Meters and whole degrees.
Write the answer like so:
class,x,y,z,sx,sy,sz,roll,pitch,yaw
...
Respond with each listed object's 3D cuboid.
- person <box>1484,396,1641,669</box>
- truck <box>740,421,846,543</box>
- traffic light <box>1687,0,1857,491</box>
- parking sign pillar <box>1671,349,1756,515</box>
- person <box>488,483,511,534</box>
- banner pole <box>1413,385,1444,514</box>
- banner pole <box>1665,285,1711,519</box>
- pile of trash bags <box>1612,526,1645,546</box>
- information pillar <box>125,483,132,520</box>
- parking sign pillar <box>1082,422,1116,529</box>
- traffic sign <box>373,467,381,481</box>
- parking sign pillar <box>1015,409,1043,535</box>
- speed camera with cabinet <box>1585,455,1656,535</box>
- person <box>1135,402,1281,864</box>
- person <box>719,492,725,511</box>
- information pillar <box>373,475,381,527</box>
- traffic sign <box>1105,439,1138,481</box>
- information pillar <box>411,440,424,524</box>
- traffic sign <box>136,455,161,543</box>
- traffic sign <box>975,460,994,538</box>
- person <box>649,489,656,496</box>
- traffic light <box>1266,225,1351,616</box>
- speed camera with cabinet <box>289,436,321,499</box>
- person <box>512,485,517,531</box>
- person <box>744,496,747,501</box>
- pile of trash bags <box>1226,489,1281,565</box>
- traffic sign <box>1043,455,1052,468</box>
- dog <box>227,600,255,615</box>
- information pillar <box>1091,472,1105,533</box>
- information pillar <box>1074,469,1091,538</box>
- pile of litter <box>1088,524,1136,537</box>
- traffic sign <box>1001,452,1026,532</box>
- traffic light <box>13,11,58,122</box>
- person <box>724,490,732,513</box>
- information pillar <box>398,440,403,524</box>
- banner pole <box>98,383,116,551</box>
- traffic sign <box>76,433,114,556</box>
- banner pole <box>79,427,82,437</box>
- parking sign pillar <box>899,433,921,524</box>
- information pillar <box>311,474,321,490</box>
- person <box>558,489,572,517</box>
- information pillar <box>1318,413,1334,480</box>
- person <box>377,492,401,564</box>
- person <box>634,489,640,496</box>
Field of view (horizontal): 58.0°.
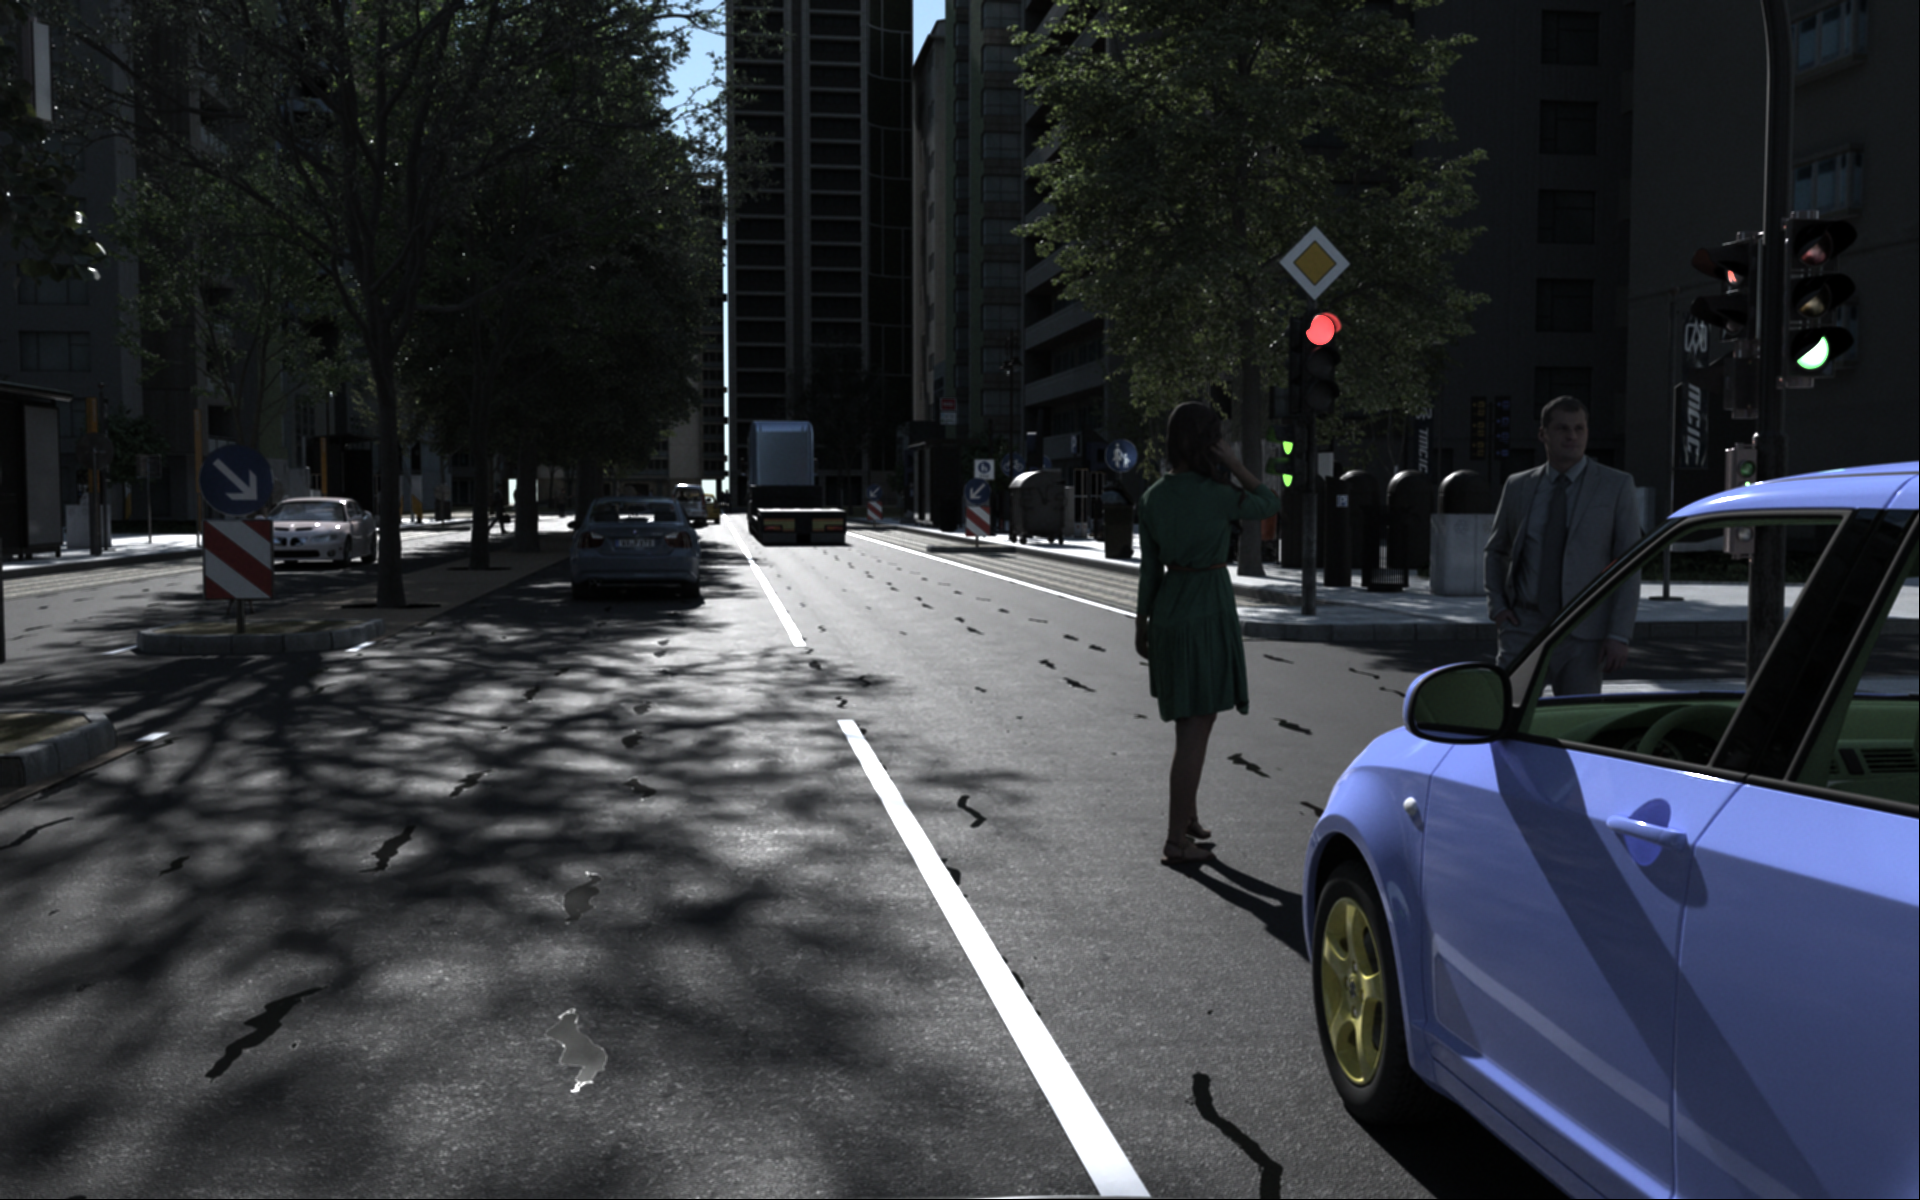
class,x,y,z,sx,sy,sz,roll,pitch,yaw
person,2.351,0.107,6.846,0.635,1.810,0.391,2,4,27
truck,-5.749,-4.183,58.154,2.967,4.110,18.799,0,4,-8
traffic light,2.751,-2.155,9.901,4.771,5.953,1.251,-1,4,-8
parking sign pillar,12.832,-2.514,29.578,1.447,3.967,1.447,1,4,11
person,-16.708,-3.313,62.632,0.822,1.834,0.622,0,4,-6
banner pole,10.816,-3.049,39.863,0.863,3.779,0.401,2,4,34
banner pole,8.765,-1.893,20.966,0.863,3.779,0.401,-2,4,-25
pile of trash bags,14.310,-1.680,37.224,3.447,1.369,1.912,1,4,12
information pillar,-30.262,-4.374,62.865,0.504,3.616,0.183,3,4,39
parking sign pillar,5.203,-4.674,64.887,1.447,3.967,1.447,-2,4,-33
traffic sign,-23.275,-4.281,69.993,0.884,2.594,0.081,0,4,-1
parking sign pillar,2.363,-4.025,54.281,1.447,3.967,1.447,0,4,6
speed camera with cabinet,15.164,-2.826,40.534,2.038,3.252,0.660,3,5,42
person,0.912,0.114,6.879,0.600,1.795,0.529,2,4,35
person,-20.176,-8.366,146.760,0.593,1.643,0.415,-1,4,-14
information pillar,-22.367,-3.805,66.706,0.304,2.012,0.304,-3,5,-39
traffic sign,3.728,-2.451,40.183,0.768,2.556,0.104,0,4,-5
information pillar,-23.528,-5.118,75.035,0.504,3.616,0.183,1,4,18
traffic sign,-21.084,-2.624,45.030,0.606,2.300,0.079,0,4,-8
traffic sign,0.706,-2.970,50.690,0.606,2.300,0.079,0,4,-5
person,-27.474,-8.955,154.777,0.599,1.838,0.709,-1,4,-10
traffic light,3.677,-1.793,18.242,0.839,4.253,0.868,-1,4,-8
speed camera with cabinet,-22.766,-4.027,60.179,0.660,3.252,2.038,0,4,-6
person,-17.131,-3.595,67.257,0.573,1.828,0.580,-3,4,-36
person,-15.397,-7.253,127.802,1.217,1.743,0.721,-3,4,-37
pile of trash bags,5.185,-1.393,32.526,1.912,1.369,3.447,-1,4,-13
traffic sign,2.601,-3.431,56.207,0.768,2.556,0.104,0,4,-7
dog,-8.549,-0.079,20.579,0.406,0.507,0.540,-3,5,-41
information pillar,4.536,-3.250,57.635,0.304,2.012,0.304,3,5,43
information pillar,3.510,-2.802,50.307,0.304,2.012,0.304,3,4,36
pile of litter,4.602,-2.306,51.671,1.176,0.858,1.719,-3,5,-45
traffic sign,1.623,-3.237,53.024,0.768,2.556,0.104,0,4,-4
traffic light,-11.004,-2.538,16.166,4.771,5.953,1.251,-1,4,-8
person,-17.076,-7.277,127.928,0.568,1.767,0.683,3,5,44
information pillar,-24.355,-5.135,75.306,0.183,3.616,0.504,0,4,-1
banner pole,-19.424,-3.020,39.387,0.401,3.779,0.863,-1,4,-14
traffic sign,-17.916,-2.189,35.890,0.768,2.556,0.104,0,4,-4
banner pole,-32.981,-4.596,65.157,0.401,3.779,0.863,-1,4,-21
parking sign pillar,-1.924,-5.315,75.380,1.447,3.967,1.447,-2,4,-33
information pillar,-23.669,-3.631,63.853,0.304,2.012,0.304,2,4,33
person,-24.545,-6.029,107.608,0.750,1.759,0.617,-3,5,-42
information pillar,7.311,-2.645,34.599,0.183,3.616,0.504,-1,4,-17
person,-11.660,-1.637,35.439,0.511,1.800,0.466,2,4,24
person,-21.980,-6.633,117.043,1.348,1.812,0.705,0,4,-6
